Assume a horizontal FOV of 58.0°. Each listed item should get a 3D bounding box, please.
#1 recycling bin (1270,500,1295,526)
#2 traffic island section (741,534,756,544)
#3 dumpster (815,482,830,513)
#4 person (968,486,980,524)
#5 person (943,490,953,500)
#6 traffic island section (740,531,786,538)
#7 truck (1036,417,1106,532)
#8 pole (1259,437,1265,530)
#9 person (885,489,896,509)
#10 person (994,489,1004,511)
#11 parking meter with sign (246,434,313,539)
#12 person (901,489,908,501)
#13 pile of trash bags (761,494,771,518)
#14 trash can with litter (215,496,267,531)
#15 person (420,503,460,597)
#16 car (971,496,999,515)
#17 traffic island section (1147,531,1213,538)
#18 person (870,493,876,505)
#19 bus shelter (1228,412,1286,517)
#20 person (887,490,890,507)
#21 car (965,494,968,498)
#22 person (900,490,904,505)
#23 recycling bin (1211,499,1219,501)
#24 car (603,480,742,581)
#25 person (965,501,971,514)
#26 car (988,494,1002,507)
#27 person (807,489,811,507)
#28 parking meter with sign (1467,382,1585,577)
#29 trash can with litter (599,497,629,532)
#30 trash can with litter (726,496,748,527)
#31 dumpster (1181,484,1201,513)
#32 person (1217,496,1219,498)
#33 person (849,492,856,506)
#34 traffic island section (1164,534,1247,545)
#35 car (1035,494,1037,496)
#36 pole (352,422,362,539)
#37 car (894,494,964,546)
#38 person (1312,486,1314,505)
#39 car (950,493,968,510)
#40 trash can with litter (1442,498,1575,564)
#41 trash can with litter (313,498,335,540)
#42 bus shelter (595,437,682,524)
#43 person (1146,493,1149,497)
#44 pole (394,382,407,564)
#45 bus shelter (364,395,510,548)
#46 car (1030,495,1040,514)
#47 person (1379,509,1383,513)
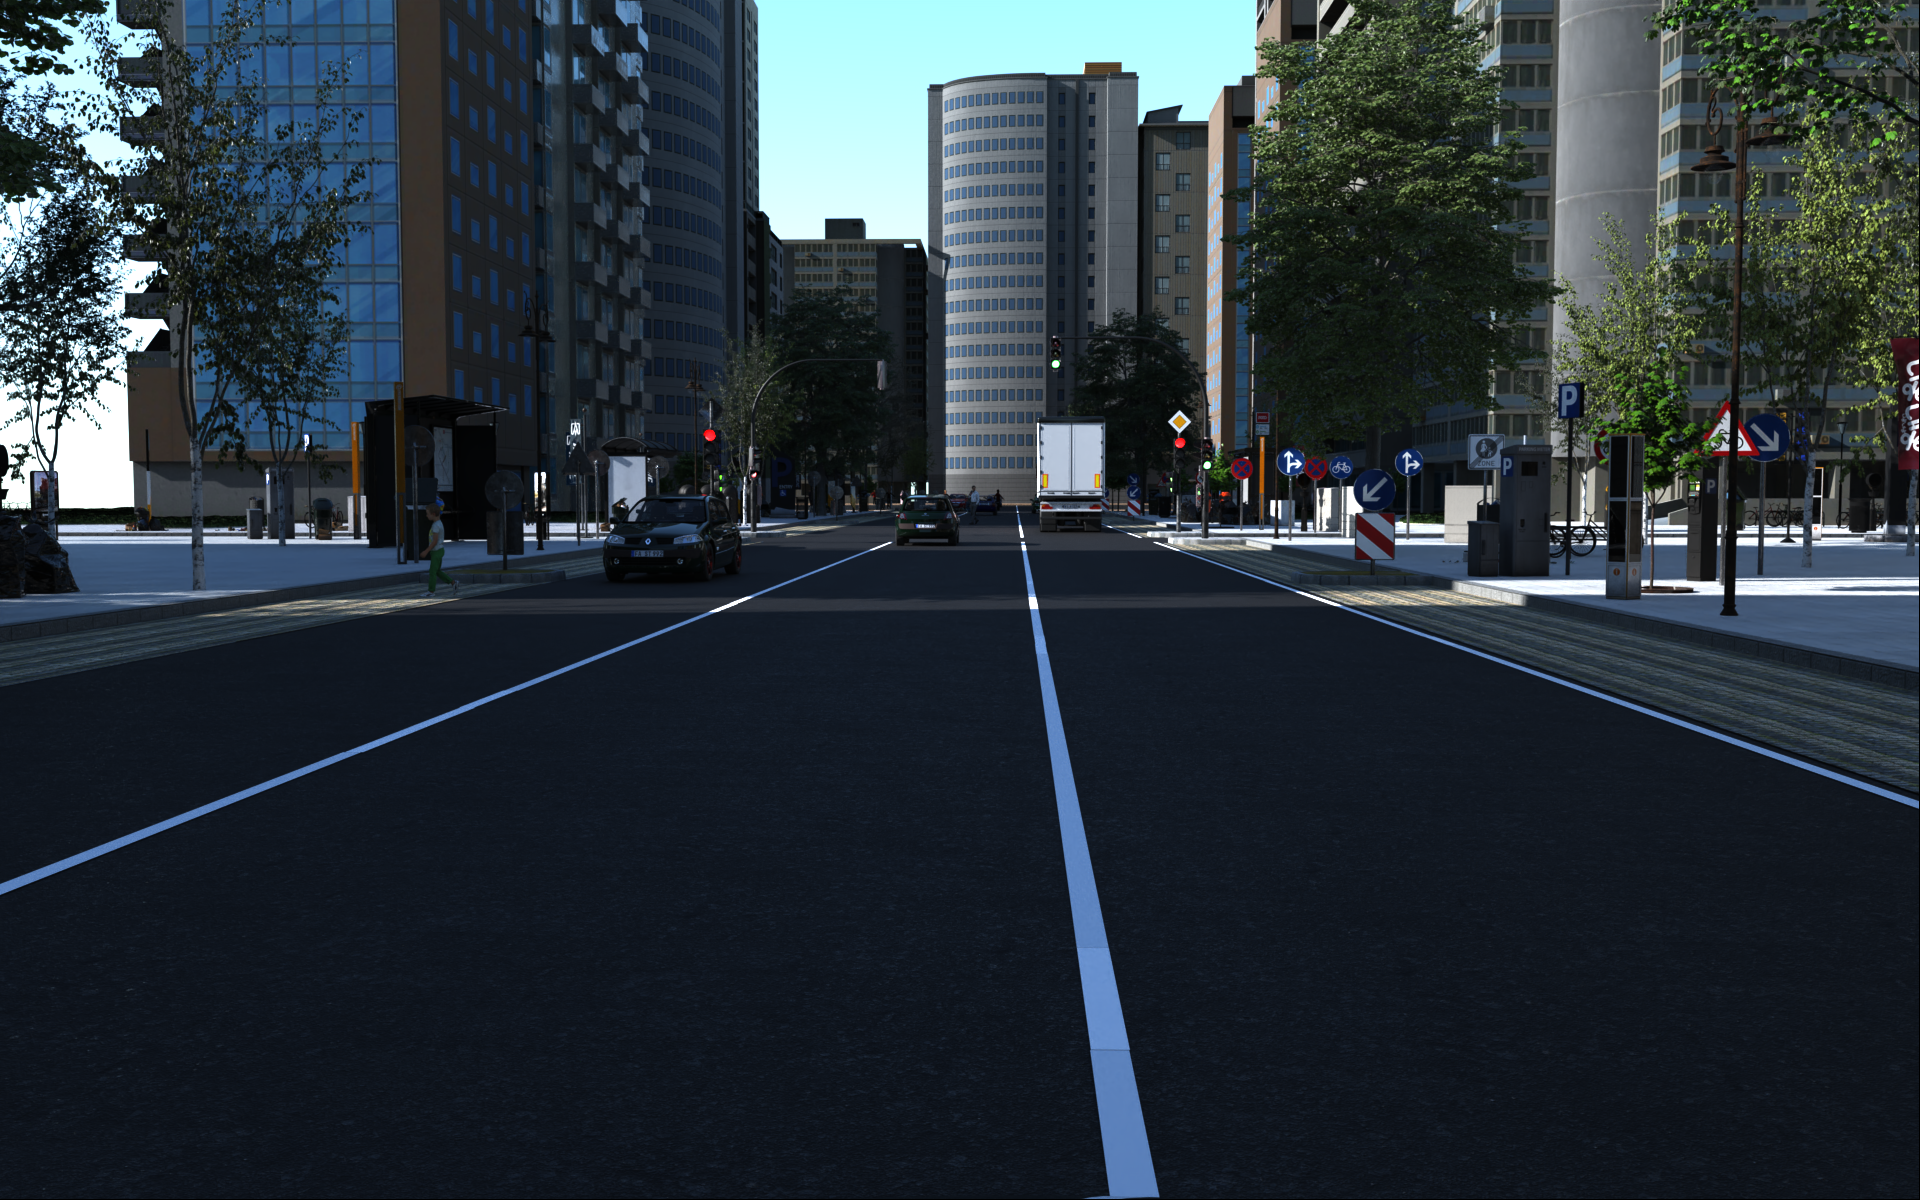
[{"bbox_3d":[13.022,-3.508,69.905,0.722,1.027,0.722,-2,4,-27],"label":"recycling bin"},{"bbox_3d":[-7.236,-1.728,50.535,2.009,0.180,2.903,0,4,2],"label":"traffic island section"},{"bbox_3d":[-9.185,-6.995,116.868,1.502,2.255,1.985,0,4,2],"label":"dumpster"},{"bbox_3d":[0.636,-4.479,81.838,0.679,1.850,0.850,3,4,36],"label":"person"},{"bbox_3d":[-1.103,-7.876,137.787,1.217,1.766,0.721,-2,4,-29],"label":"person"},{"bbox_3d":[-6.985,-2.216,58.516,2.009,0.180,2.903,0,4,2],"label":"traffic island section"},{"bbox_3d":[4.342,-4.857,68.332,2.839,4.237,11.283,0,4,3],"label":"truck"},{"bbox_3d":[10.776,-4.156,61.796,0.158,3.312,0.155,0,3,0],"label":"pole"},{"bbox_3d":[-6.234,-8.913,152.592,1.217,1.723,0.721,-1,4,-23],"label":"person"},{"bbox_3d":[3.300,-8.584,148.806,0.705,1.831,1.348,-3,5,-40],"label":"person"},{"bbox_3d":[-19.487,-3.262,49.590,1.738,3.016,0.543,-2,4,-35],"label":"parking meter with sign"},{"bbox_3d":[-3.932,-7.148,125.333,0.822,1.834,0.622,2,4,26],"label":"person"},{"bbox_3d":[-10.586,-5.287,96.192,1.912,1.369,3.447,-2,4,-33],"label":"pile of trash bags"},{"bbox_3d":[-24.816,-3.017,60.383,2.233,1.210,1.678,1,4,9],"label":"trash can with litter"},{"bbox_3d":[-7.271,-0.699,24.185,0.590,1.304,0.306,-3,4,-38],"label":"person"},{"bbox_3d":[1.654,-6.420,117.547,1.945,1.354,3.894,0,4,2],"label":"car"},{"bbox_3d":[7.349,-2.188,58.060,2.009,0.180,2.903,0,4,2],"label":"traffic island section"},{"bbox_3d":[-10.275,-12.385,208.470,1.348,1.831,0.705,-2,4,-33],"label":"person"},{"bbox_3d":[13.975,-6.391,82.129,2.179,5.291,8.768,0,4,2],"label":"bus shelter"},{"bbox_3d":[-7.187,-10.361,176.184,0.721,1.736,1.217,0,4,-1],"label":"person"},{"bbox_3d":[0.181,-11.460,197.599,2.015,1.641,3.980,0,4,2],"label":"car"},{"bbox_3d":[-6.817,-12.146,205.299,0.621,1.740,0.551,2,4,35],"label":"person"},{"bbox_3d":[12.934,-4.651,88.594,0.722,1.027,0.722,2,4,31],"label":"recycling bin"},{"bbox_3d":[-4.881,-1.219,29.709,2.009,1.686,4.222,0,4,3],"label":"car"},{"bbox_3d":[0.640,-6.825,125.591,0.738,1.151,1.012,-3,4,-39],"label":"person"},{"bbox_3d":[3.691,-10.813,188.789,2.014,1.417,4.499,0,4,0],"label":"car"},{"bbox_3d":[-15.045,-10.197,173.207,0.568,1.767,0.683,-3,4,-38],"label":"person"},{"bbox_3d":[8.819,-1.885,27.075,1.738,3.016,0.543,-1,4,-16],"label":"parking meter with sign"},{"bbox_3d":[-11.851,-2.924,59.189,1.055,1.170,0.624,0,4,3],"label":"trash can with litter"},{"bbox_3d":[-9.274,-3.549,69.090,1.678,1.210,2.233,-1,4,-15],"label":"trash can with litter"},{"bbox_3d":[14.052,-6.063,104.893,1.264,1.857,1.865,0,4,2],"label":"dumpster"},{"bbox_3d":[26.395,-10.290,174.964,0.721,1.739,1.217,-2,4,-25],"label":"person"},{"bbox_3d":[-11.192,-10.793,182.476,0.705,1.831,1.348,-3,4,-36],"label":"person"},{"bbox_3d":[7.098,-1.700,50.079,2.009,0.180,2.903,0,4,2],"label":"traffic island section"},{"bbox_3d":[7.506,-8.512,147.850,2.281,1.827,5.304,0,4,4],"label":"car"},{"bbox_3d":[-17.092,-3.376,49.044,0.158,3.312,0.155,0,3,0],"label":"pole"},{"bbox_3d":[-0.904,-2.424,49.422,2.009,1.686,4.222,0,4,1],"label":"car"},{"bbox_3d":[19.905,-5.493,96.528,0.598,1.740,0.731,1,4,15],"label":"person"},{"bbox_3d":[-0.225,-8.826,153.339,2.155,1.783,4.494,0,4,4],"label":"car"},{"bbox_3d":[10.312,-1.307,32.420,2.233,1.210,1.678,2,4,30],"label":"trash can with litter"},{"bbox_3d":[-17.802,-2.277,48.624,0.624,1.170,1.055,-2,4,-27],"label":"trash can with litter"},{"bbox_3d":[-11.768,-4.281,63.921,2.014,3.302,5.546,0,4,2],"label":"bus shelter"},{"bbox_3d":[21.543,-11.564,195.196,1.350,1.814,0.705,-1,4,-18],"label":"person"},{"bbox_3d":[-10.207,-2.308,31.576,0.158,3.312,0.155,0,3,0],"label":"pole"},{"bbox_3d":[-13.177,-3.228,44.060,1.731,3.624,6.357,0,4,2],"label":"bus shelter"},{"bbox_3d":[6.248,-7.125,128.285,2.131,1.459,4.920,0,4,1],"label":"car"},{"bbox_3d":[11.041,-2.461,46.119,0.661,1.843,0.795,2,4,32],"label":"person"}]
